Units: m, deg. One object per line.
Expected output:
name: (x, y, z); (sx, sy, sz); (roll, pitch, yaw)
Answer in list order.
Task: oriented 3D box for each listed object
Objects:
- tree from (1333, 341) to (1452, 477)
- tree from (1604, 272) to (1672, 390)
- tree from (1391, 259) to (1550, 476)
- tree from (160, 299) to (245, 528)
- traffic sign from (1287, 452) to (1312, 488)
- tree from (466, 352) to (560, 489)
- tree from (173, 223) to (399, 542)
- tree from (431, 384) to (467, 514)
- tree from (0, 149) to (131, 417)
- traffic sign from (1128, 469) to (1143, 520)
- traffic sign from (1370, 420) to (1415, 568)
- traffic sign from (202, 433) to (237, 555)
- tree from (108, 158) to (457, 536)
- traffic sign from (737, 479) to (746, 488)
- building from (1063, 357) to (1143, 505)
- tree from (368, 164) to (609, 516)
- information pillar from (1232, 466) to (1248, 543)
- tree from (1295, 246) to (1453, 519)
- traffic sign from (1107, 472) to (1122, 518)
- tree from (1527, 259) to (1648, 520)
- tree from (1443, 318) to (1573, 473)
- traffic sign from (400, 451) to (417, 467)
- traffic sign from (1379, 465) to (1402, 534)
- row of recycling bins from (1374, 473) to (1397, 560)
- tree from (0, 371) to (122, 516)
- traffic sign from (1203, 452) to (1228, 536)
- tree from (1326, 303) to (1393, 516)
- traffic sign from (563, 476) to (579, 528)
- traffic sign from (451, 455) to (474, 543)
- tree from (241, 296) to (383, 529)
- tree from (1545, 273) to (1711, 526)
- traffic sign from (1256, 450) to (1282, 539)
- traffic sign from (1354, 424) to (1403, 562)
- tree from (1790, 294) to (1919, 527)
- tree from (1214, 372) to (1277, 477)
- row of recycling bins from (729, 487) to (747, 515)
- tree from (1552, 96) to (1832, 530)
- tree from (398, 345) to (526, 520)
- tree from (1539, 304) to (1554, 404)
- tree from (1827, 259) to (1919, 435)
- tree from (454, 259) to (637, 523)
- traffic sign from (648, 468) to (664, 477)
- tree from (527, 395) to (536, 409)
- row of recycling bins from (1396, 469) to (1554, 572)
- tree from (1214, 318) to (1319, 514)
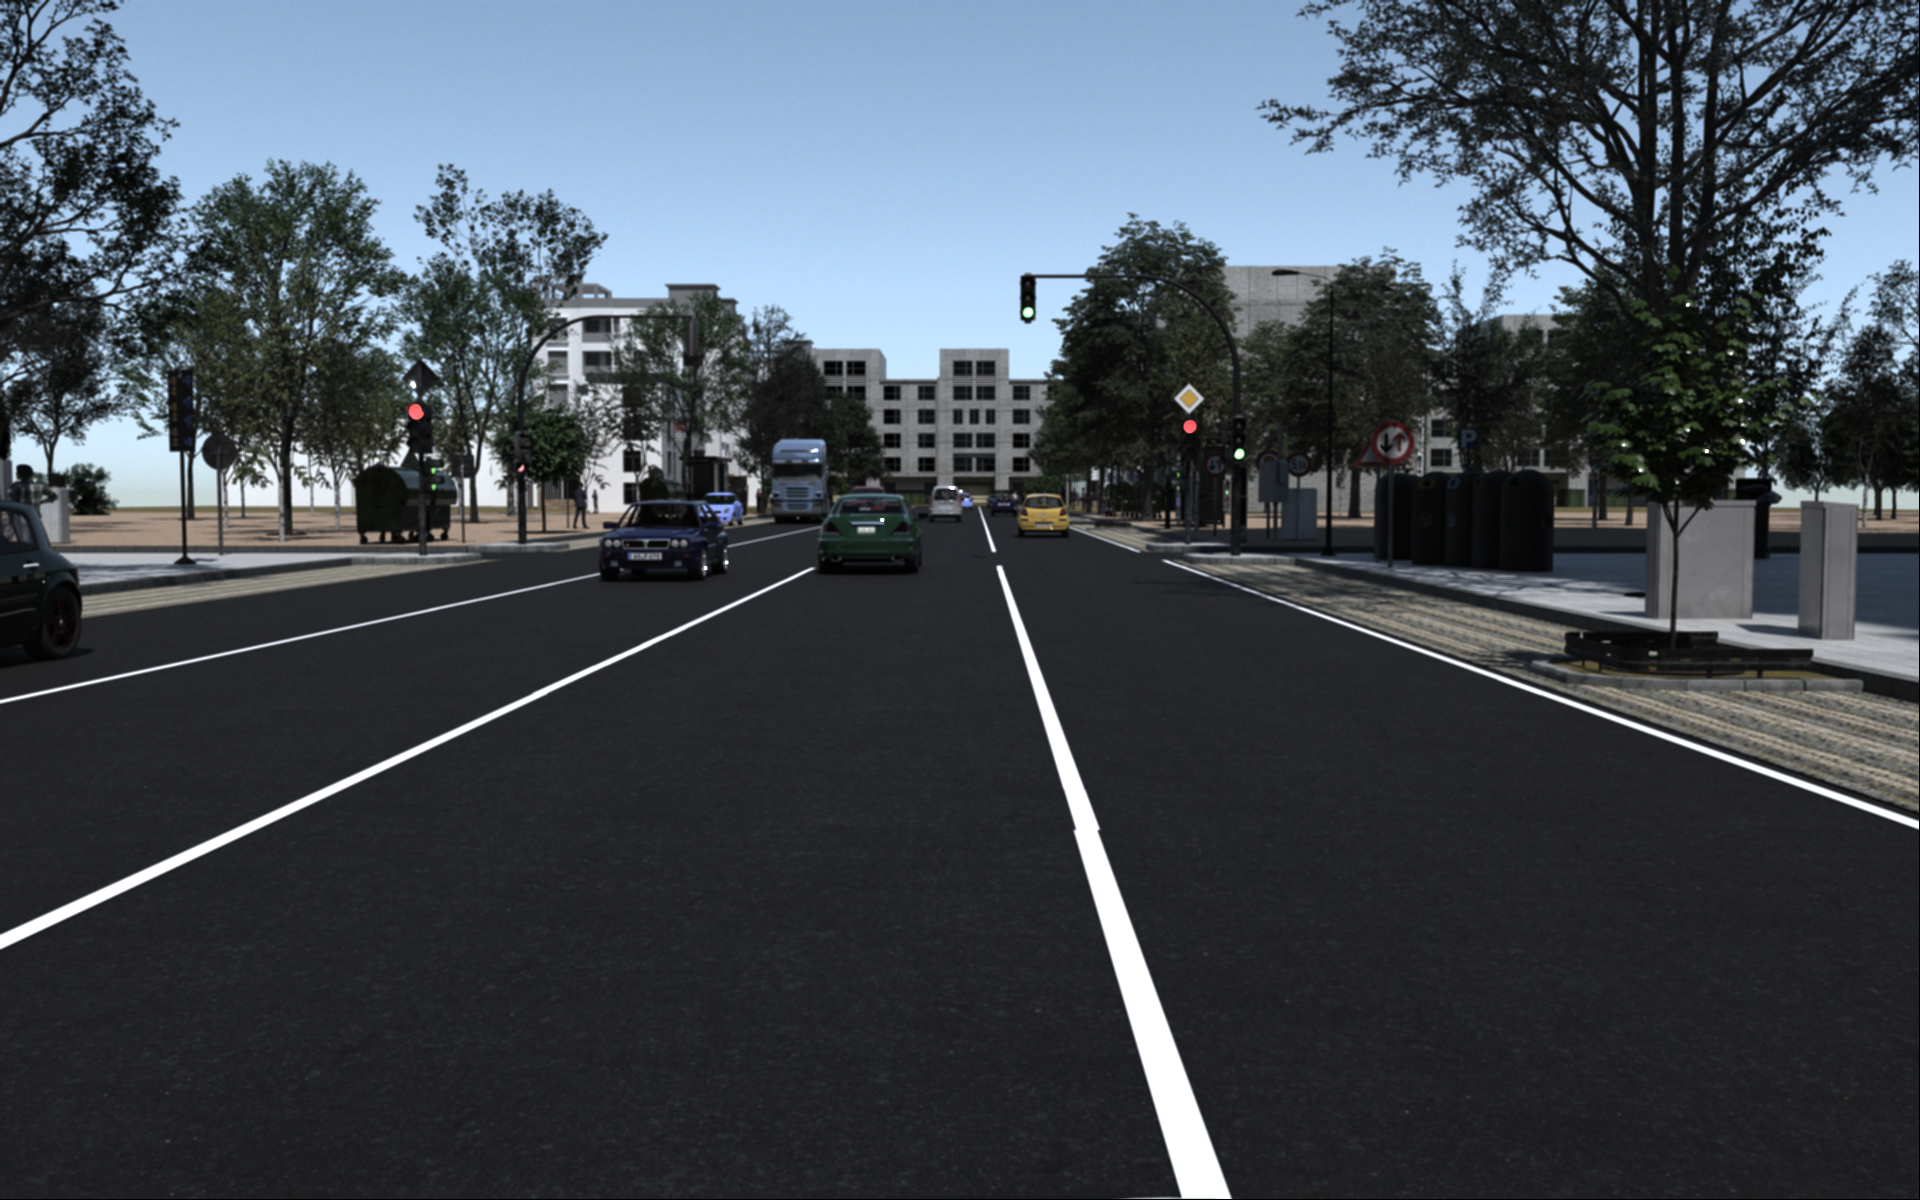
tree: (20.053, -8.074, 82.373); (4.737, 8.622, 4.395); (0, 3, 0)
tree: (22.392, -6.359, 54.332); (4.360, 8.622, 3.978); (0, 3, 0)
tree: (16.319, -6.398, 54.977); (4.360, 8.622, 3.978); (0, 3, 0)
tree: (-27.815, -7.031, 65.312); (4.360, 8.622, 3.978); (0, 3, 0)
traffic sign: (10.155, -3.172, 51.972); (0.768, 2.556, 0.104); (0, 4, 6)
tree: (-22.777, -8.548, 90.126); (4.360, 8.622, 3.978); (0, 3, 0)
tree: (-18.513, -5.877, 46.451); (4.737, 8.622, 4.395); (0, 3, 0)
tree: (-32.587, -9.870, 111.729); (4.360, 8.622, 3.978); (0, 3, 0)
tree: (-31.419, -8.763, 53.648); (12.009, 13.543, 11.850); (0, 3, 0)
traffic sign: (8.849, -5.319, 87.070); (0.768, 2.556, 0.104); (0, 4, 5)
traffic sign: (7.486, -1.832, 30.056); (0.768, 2.556, 0.104); (0, 4, 1)
traffic sign: (-15.512, -2.213, 36.282); (0.768, 2.556, 0.104); (0, 4, 6)
tree: (-20.895, -7.823, 53.660); (9.928, 11.665, 9.643); (0, 3, 0)
traffic sign: (-14.919, -7.101, 118.235); (0.606, 2.300, 0.079); (0, 4, 1)
building: (19.020, -22.138, 218.368); (11.380, 20.091, 16.016); (0, 4, 0)
tree: (-27.217, -14.967, 100.600); (12.611, 20.169, 13.585); (0, 3, 0)
information pillar: (7.399, -2.529, 45.839); (0.304, 2.012, 0.304); (-1, 4, -16)
tree: (20.666, -11.254, 90.654); (9.857, 13.997, 8.962); (0, 3, 0)
traffic sign: (8.307, -5.690, 93.133); (0.768, 2.556, 0.104); (0, 4, 2)
tree: (31.573, -10.124, 83.649); (7.486, 12.596, 7.792); (0, 3, 0)
tree: (32.274, -10.750, 101.510); (9.928, 11.665, 9.643); (0, 3, 0)
traffic sign: (-15.461, -2.983, 48.783); (0.884, 2.594, 0.081); (0, 4, 5)
traffic sign: (8.027, -2.032, 33.229); (0.884, 2.594, 0.081); (0, 4, 4)
row of recycling bins: (8.981, -1.720, 35.238); (1.069, 1.692, 3.534); (1, 4, 19)
tree: (-58.826, -12.119, 99.968); (13.155, 14.587, 18.604); (1, 4, 15)
traffic sign: (7.769, -3.215, 52.679); (0.768, 2.556, 0.104); (0, 4, 1)
tree: (16.279, -7.059, 65.769); (4.360, 8.622, 3.978); (0, 3, 0)
traffic sign: (-14.799, -3.996, 65.340); (0.884, 2.594, 0.081); (0, 4, 6)
traffic sign: (-13.026, -2.645, 45.380); (0.606, 2.300, 0.079); (0, 4, 1)
tree: (-23.000, -6.913, 63.389); (4.360, 8.622, 3.978); (0, 3, 0)
tree: (27.399, -8.275, 69.713); (7.601, 10.594, 8.767); (0, 4, 3)
traffic sign: (8.878, -3.041, 49.832); (0.768, 2.556, 0.104); (0, 4, 4)
traffic sign: (7.823, -1.983, 32.419); (0.884, 2.594, 0.081); (0, 4, 8)
tree: (34.941, -7.099, 66.436); (4.360, 8.622, 3.978); (0, 3, 0)
tree: (16.839, -9.440, 104.706); (4.360, 8.622, 3.978); (0, 3, 0)
row of recycling bins: (-13.839, -6.015, 105.458); (1.069, 1.692, 3.534); (-2, 4, -26)
tree: (13.601, -4.953, 31.341); (4.737, 8.622, 4.395); (0, 3, 0)
tree: (-24.815, -8.245, 85.165); (4.737, 8.622, 4.395); (0, 3, 0)
tree: (22.514, -6.776, 61.153); (4.737, 8.622, 4.395); (0, 3, 0)
tree: (32.846, -7.554, 57.921); (7.601, 10.594, 8.767); (2, 4, 30)
tree: (-21.346, -9.188, 75.982); (9.928, 11.665, 9.643); (0, 3, 0)
traffic sign: (-14.515, -5.053, 82.727); (0.768, 2.556, 0.104); (1, 4, 8)
tree: (-30.051, -10.150, 116.314); (4.737, 8.622, 4.395); (0, 3, 0)
row of recycling bins: (9.088, -1.412, 30.193); (1.069, 1.692, 3.534); (-1, 4, -17)
tree: (20.395, -11.871, 112.213); (7.486, 12.596, 7.792); (0, 3, 0)
